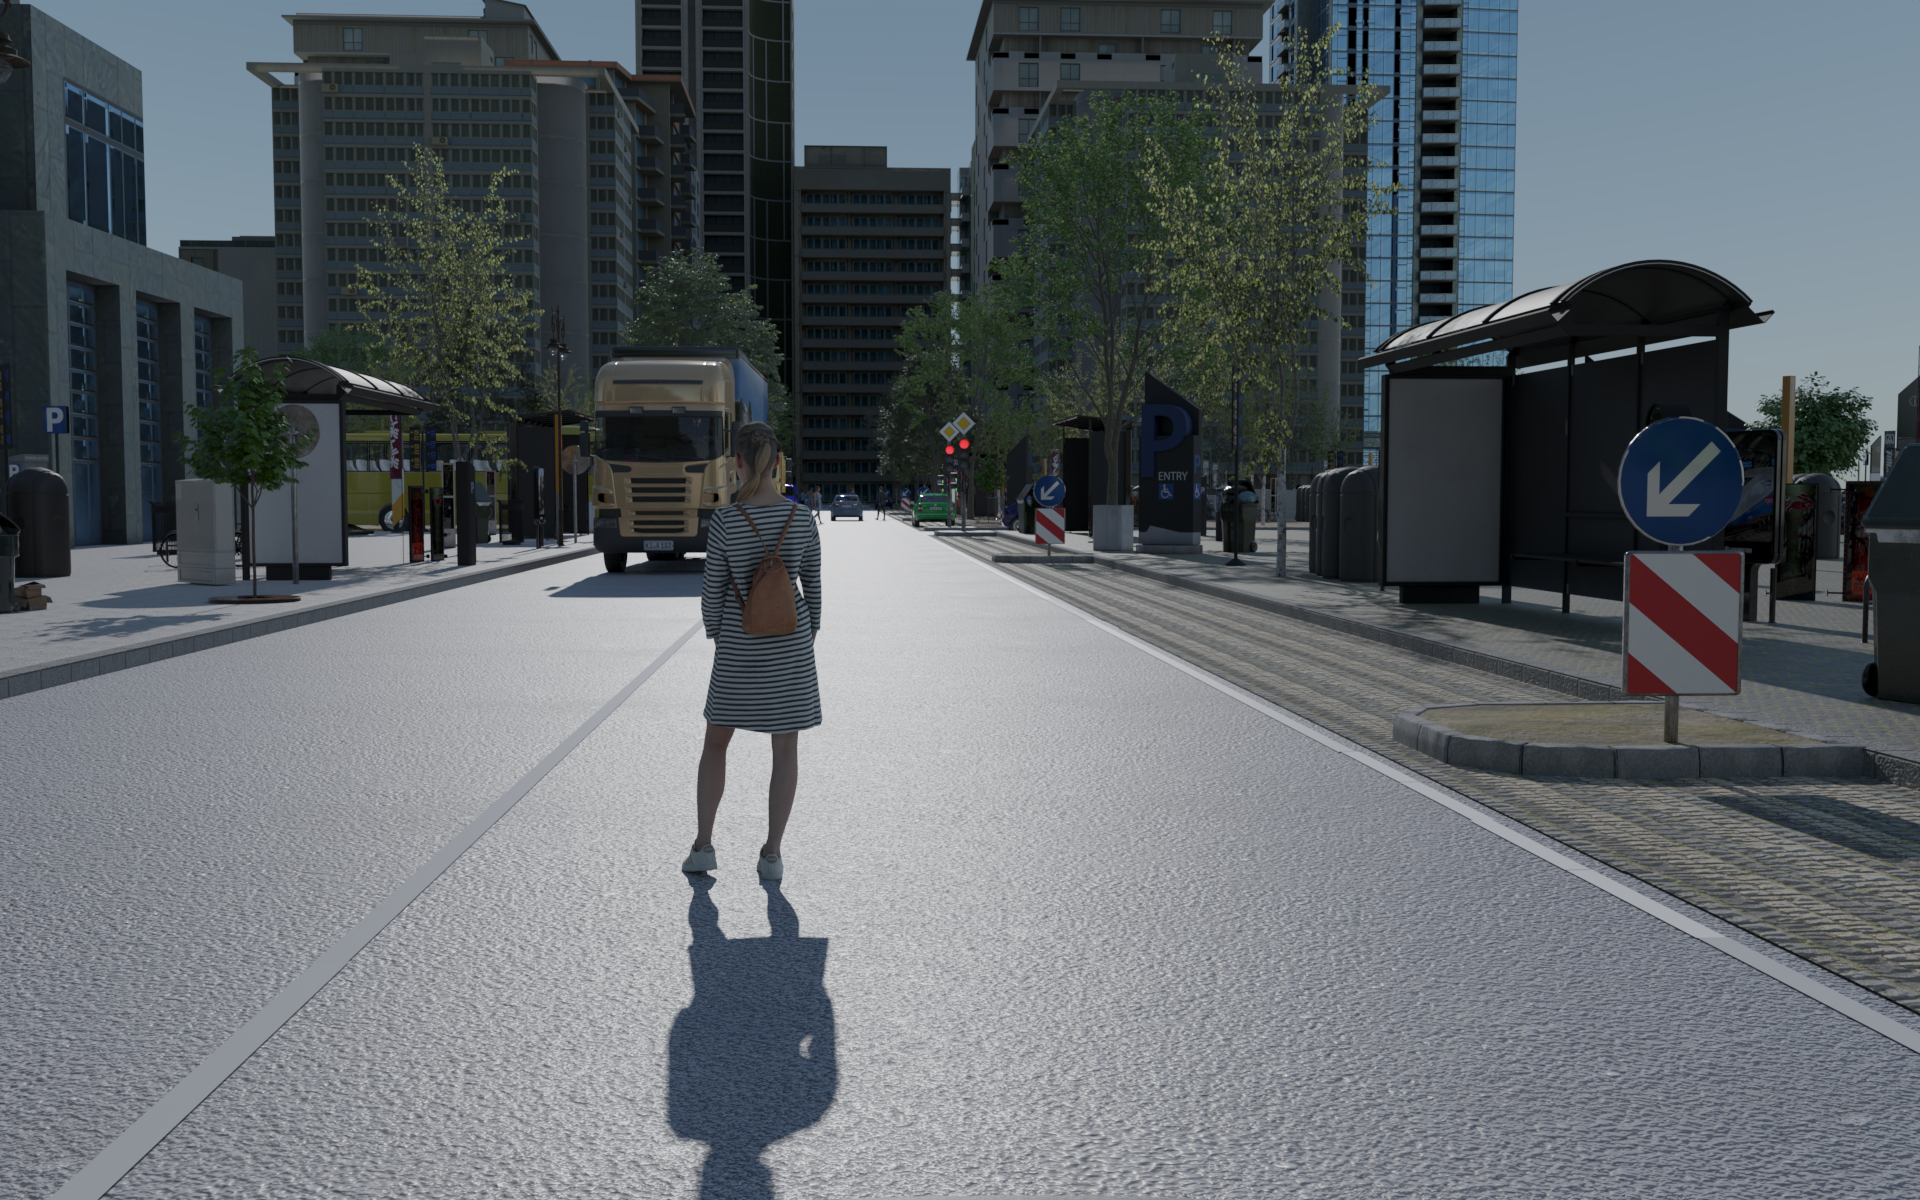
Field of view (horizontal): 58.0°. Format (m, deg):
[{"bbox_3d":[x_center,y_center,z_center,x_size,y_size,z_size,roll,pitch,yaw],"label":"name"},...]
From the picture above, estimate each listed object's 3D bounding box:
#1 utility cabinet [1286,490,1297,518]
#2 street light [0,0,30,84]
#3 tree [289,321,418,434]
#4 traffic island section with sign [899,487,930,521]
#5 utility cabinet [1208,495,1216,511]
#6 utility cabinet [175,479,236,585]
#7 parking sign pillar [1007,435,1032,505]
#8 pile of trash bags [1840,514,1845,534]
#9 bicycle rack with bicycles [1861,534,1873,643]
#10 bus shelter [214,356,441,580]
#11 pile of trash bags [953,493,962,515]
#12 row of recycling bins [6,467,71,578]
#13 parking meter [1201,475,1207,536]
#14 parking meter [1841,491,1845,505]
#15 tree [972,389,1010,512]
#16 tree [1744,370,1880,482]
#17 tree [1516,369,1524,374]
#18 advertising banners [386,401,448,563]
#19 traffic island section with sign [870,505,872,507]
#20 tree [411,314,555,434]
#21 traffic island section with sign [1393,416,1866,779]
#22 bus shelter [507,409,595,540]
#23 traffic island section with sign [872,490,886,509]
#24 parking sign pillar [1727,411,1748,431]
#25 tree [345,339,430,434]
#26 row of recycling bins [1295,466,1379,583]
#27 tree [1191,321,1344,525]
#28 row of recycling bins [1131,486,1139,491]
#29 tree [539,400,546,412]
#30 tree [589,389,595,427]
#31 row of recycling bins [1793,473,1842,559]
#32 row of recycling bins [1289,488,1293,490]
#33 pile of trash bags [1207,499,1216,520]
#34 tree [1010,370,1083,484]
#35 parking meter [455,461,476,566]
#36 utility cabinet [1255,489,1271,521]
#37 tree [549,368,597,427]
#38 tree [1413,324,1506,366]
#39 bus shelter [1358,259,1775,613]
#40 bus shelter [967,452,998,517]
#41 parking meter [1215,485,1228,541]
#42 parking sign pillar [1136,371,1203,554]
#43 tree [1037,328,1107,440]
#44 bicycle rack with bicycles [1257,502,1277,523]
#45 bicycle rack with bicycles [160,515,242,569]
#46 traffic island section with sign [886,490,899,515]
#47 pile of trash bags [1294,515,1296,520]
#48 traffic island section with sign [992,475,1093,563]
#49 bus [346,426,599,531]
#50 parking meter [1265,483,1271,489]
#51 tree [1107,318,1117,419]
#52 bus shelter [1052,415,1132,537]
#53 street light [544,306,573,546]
[{"bbox_3d":[17.652,-5.090,91.894,1.173,1.500,0.318,1,4,12],"label":"utility cabinet"},{"bbox_3d":[-7.805,-2.493,13.541,0.468,5.910,1.993,0,4,-4],"label":"street light"},{"bbox_3d":[-36.440,-10.857,103.270,9.928,11.665,9.643,0,3,0],"label":"tree"},{"bbox_3d":[-2.053,-5.092,91.884,1.989,1.847,2.006,0,4,-4],"label":"traffic island section with sign"},{"bbox_3d":[14.141,-5.384,99.188,1.020,1.237,0.306,1,4,15],"label":"utility cabinet"},{"bbox_3d":[-10.697,-0.969,24.518,1.173,1.500,0.318,3,5,42],"label":"utility cabinet"},{"bbox_3d":[2.736,-5.580,79.706,1.447,3.967,1.447,-3,5,-42],"label":"parking sign pillar"},{"bbox_3d":[28.905,-2.790,55.369,3.447,1.369,1.912,1,4,14],"label":"pile of trash bags"},{"bbox_3d":[8.817,-0.081,14.707,2.925,0.926,2.852,-2,4,-34],"label":"bicycle rack with bicycles"},{"bbox_3d":[-10.088,-2.096,28.187,2.014,3.302,5.546,0,4,-4],"label":"bus shelter"},{"bbox_3d":[0.346,-6.012,108.053,1.912,1.369,3.447,1,4,10],"label":"pile of trash bags"},{"bbox_3d":[-15.265,-1.150,25.908,3.534,1.692,1.069,-3,5,-41],"label":"row of recycling bins"},{"bbox_3d":[7.383,-2.914,53.355,0.399,1.863,0.255,-1,4,-22],"label":"parking meter"},{"bbox_3d":[52.191,-5.734,102.161,0.372,1.533,0.369,0,3,0],"label":"parking meter"},{"bbox_3d":[2.688,-10.452,121.258,4.737,8.622,4.395,0,3,0],"label":"tree"},{"bbox_3d":[22.580,-3.813,46.057,4.285,4.588,4.351,0,3,0],"label":"tree"},{"bbox_3d":[26.296,-8.370,87.218,4.737,8.622,4.395,0,3,0],"label":"tree"},{"bbox_3d":[-10.194,-2.220,32.477,0.090,3.025,2.074,1,4,13],"label":"advertising banners"},{"bbox_3d":[-9.156,-11.491,196.509,1.989,1.847,2.006,0,4,-4],"label":"traffic island section with sign"},{"bbox_3d":[-23.931,-9.384,87.842,7.601,10.594,8.767,0,4,-2],"label":"tree"},{"bbox_3d":[3.525,-0.060,9.614,1.989,1.847,2.006,0,4,-4],"label":"traffic island section with sign"},{"bbox_3d":[-11.923,-3.662,51.153,1.731,3.624,6.357,0,4,-4],"label":"bus shelter"},{"bbox_3d":[-7.319,-9.846,169.616,1.989,1.847,2.006,0,4,-4],"label":"traffic island section with sign"},{"bbox_3d":[22.731,-3.814,50.823,1.447,3.967,1.447,3,5,39],"label":"parking sign pillar"},{"bbox_3d":[-26.791,-7.971,80.682,4.737,8.622,4.395,0,3,0],"label":"tree"},{"bbox_3d":[6.024,-1.199,26.711,1.069,1.692,3.534,0,4,2],"label":"row of recycling bins"},{"bbox_3d":[12.286,-7.378,70.996,4.737,8.622,4.395,0,3,0],"label":"tree"},{"bbox_3d":[8.856,-5.107,90.612,1.069,1.692,3.534,-1,4,-15],"label":"row of recycling bins"},{"bbox_3d":[-29.780,-10.735,125.878,4.737,8.622,4.395,0,3,0],"label":"tree"},{"bbox_3d":[-21.955,-8.919,96.195,4.360,8.622,3.978,0,3,0],"label":"tree"},{"bbox_3d":[17.177,-1.748,35.690,1.069,1.692,3.534,0,4,7],"label":"row of recycling bins"},{"bbox_3d":[16.266,-4.440,79.707,1.069,1.692,3.534,0,4,-5],"label":"row of recycling bins"},{"bbox_3d":[10.805,-4.611,85.148,3.447,1.369,1.912,-1,4,-10],"label":"pile of trash bags"},{"bbox_3d":[5.460,-9.340,103.067,4.737,8.622,4.395,0,3,0],"label":"tree"},{"bbox_3d":[-8.878,-1.555,31.131,0.255,1.863,0.399,0,4,1],"label":"parking meter"},{"bbox_3d":[14.301,-4.485,82.007,1.173,1.500,0.318,2,4,29],"label":"utility cabinet"},{"bbox_3d":[-21.034,-9.257,101.715,4.737,8.622,4.395,0,3,0],"label":"tree"},{"bbox_3d":[20.104,-7.497,72.933,4.737,8.622,4.395,0,3,0],"label":"tree"},{"bbox_3d":[5.858,-1.456,17.733,2.014,3.302,5.546,0,4,-4],"label":"bus shelter"},{"bbox_3d":[1.095,-6.568,98.669,1.731,3.624,6.357,0,4,-4],"label":"bus shelter"},{"bbox_3d":[7.148,-2.369,47.140,0.372,1.533,0.369,0,3,0],"label":"parking meter"},{"bbox_3d":[4.544,-2.997,37.477,1.447,3.967,1.447,2,4,32],"label":"parking sign pillar"},{"bbox_3d":[5.645,-7.410,71.509,4.360,8.622,3.978,0,3,0],"label":"tree"},{"bbox_3d":[12.985,-3.930,77.642,2.925,0.926,2.852,-1,4,-14],"label":"bicycle rack with bicycles"},{"bbox_3d":[-13.012,-1.093,31.249,2.925,0.926,2.852,-2,4,-32],"label":"bicycle rack with bicycles"},{"bbox_3d":[-3.877,-6.737,118.778,1.989,1.847,2.006,0,4,-4],"label":"traffic island section with sign"},{"bbox_3d":[18.365,-4.691,86.442,3.447,1.369,1.912,2,4,34],"label":"pile of trash bags"},{"bbox_3d":[1.693,-1.705,36.507,1.989,1.847,2.006,0,4,-4],"label":"traffic island section with sign"},{"bbox_3d":[-17.268,-4.338,62.468,12.252,3.916,2.896,0,4,-5],"label":"bus"},{"bbox_3d":[15.820,-5.086,88.870,0.255,1.863,0.399,-2,4,-35],"label":"parking meter"},{"bbox_3d":[7.384,-6.452,55.848,4.360,8.622,3.978,0,3,0],"label":"tree"},{"bbox_3d":[4.115,-3.862,54.423,1.731,3.624,6.357,0,4,-4],"label":"bus shelter"},{"bbox_3d":[-9.859,-4.273,42.646,0.468,5.910,1.993,0,4,-4],"label":"street light"}]
